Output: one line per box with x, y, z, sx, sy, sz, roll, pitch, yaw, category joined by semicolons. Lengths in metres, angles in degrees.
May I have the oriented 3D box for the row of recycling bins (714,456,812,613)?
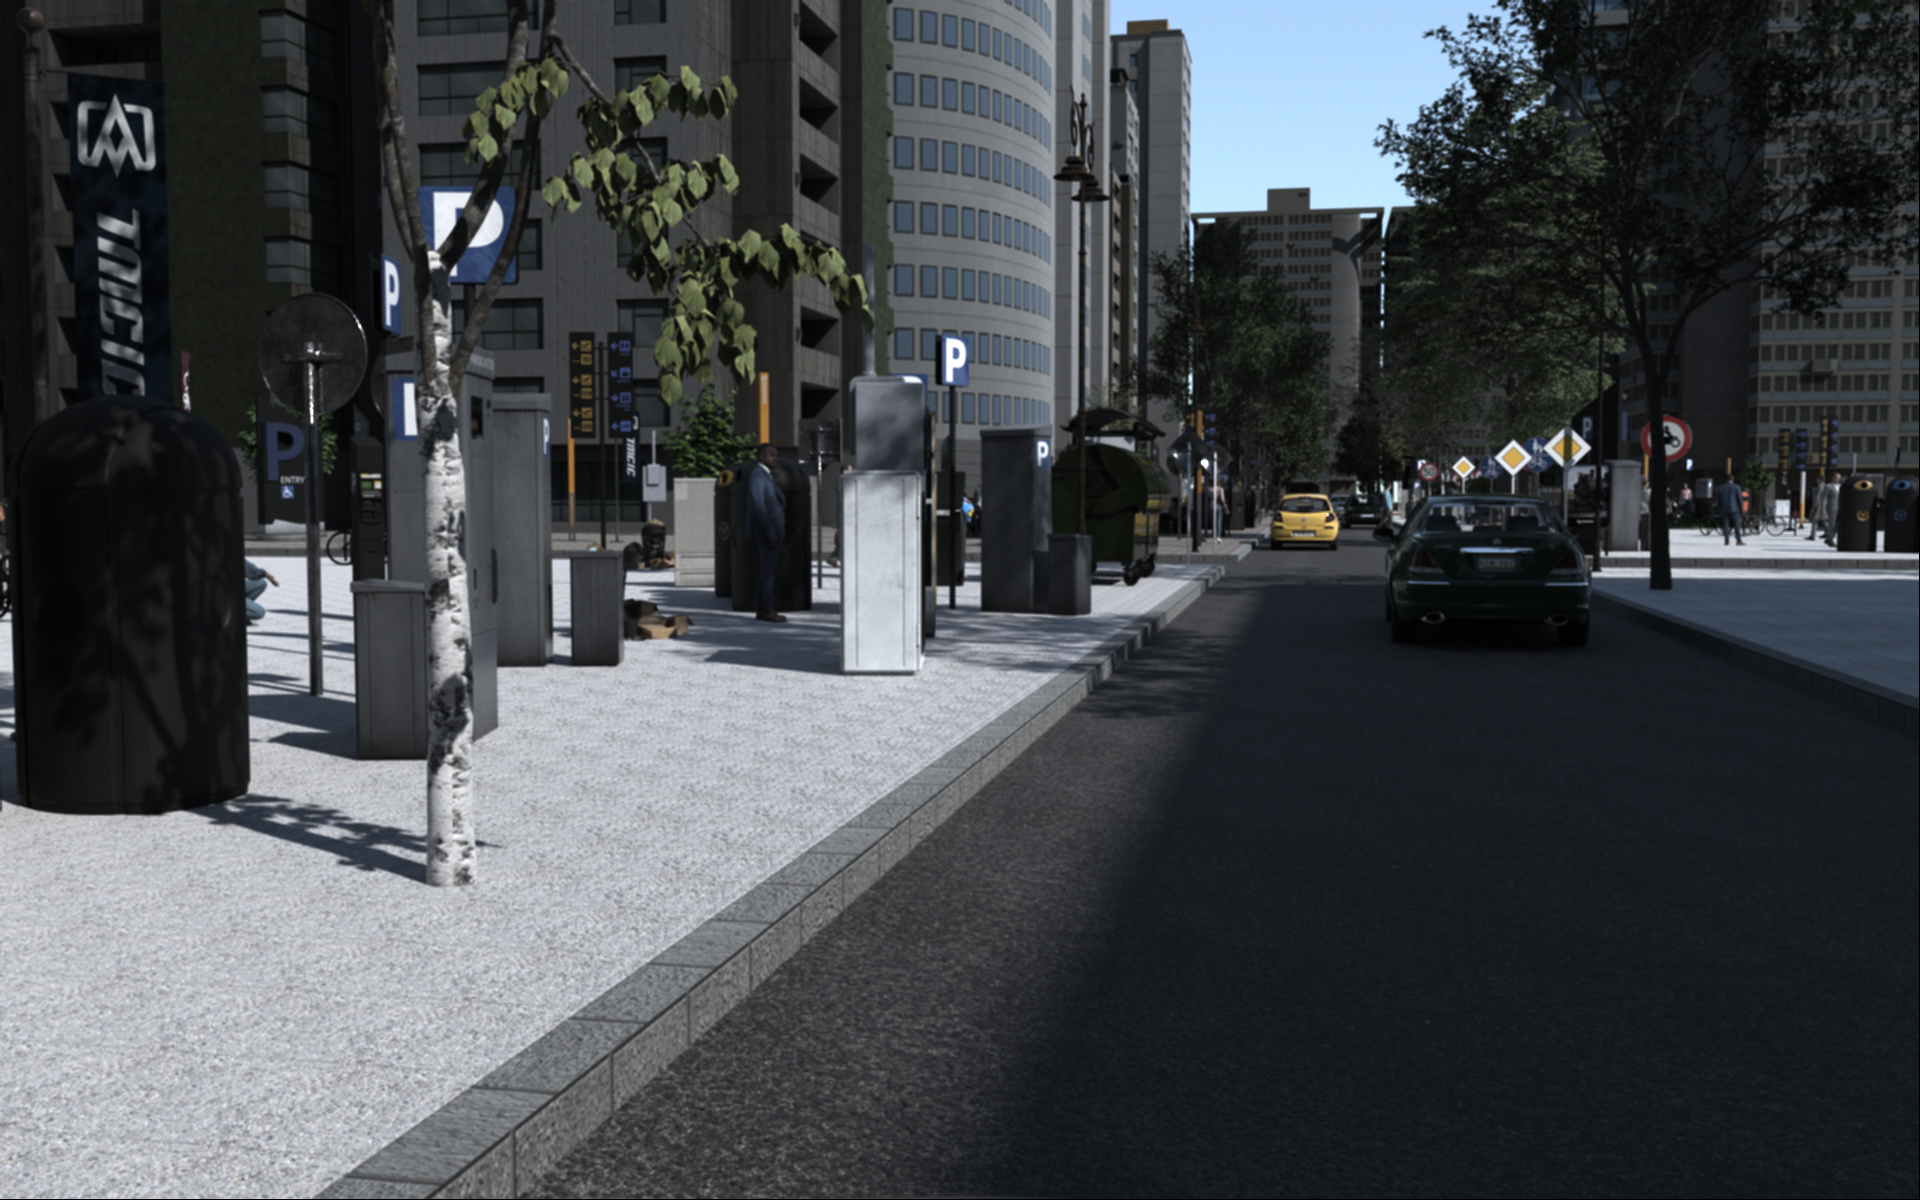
-2.314;-0.814;20.414;1.069;1.692;3.534;-1;4;-12;row of recycling bins

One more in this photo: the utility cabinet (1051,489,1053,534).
2.332;-2.329;46.755;0.318;1.500;1.173;1;4;22;utility cabinet

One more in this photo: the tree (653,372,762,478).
-3.866;-2.015;27.549;1.663;3.219;1.824;0;3;0;tree

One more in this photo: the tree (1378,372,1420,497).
38.693;-14.881;160.311;9.611;12.733;9.660;0;3;0;tree

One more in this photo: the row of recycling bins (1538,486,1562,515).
30.528;-5.076;90.103;1.069;1.692;3.534;2;4;33;row of recycling bins

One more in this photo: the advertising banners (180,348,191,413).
-9.235;-1.478;20.350;0.090;3.025;2.074;-1;4;-12;advertising banners

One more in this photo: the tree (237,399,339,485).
-21.290;-4.363;55.049;4.285;4.588;4.351;0;3;0;tree

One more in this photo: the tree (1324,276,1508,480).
25.700;-11.410;96.929;12.009;13.543;11.850;0;3;0;tree

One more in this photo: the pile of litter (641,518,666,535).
-5.186;-0.985;30.077;1.719;0.858;1.176;-1;4;-17;pile of litter

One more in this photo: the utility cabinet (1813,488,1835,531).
29.830;-3.101;59.387;0.318;1.500;1.173;-2;4;-26;utility cabinet

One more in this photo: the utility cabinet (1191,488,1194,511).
9.605;-3.649;68.348;1.173;1.500;0.318;2;4;29;utility cabinet

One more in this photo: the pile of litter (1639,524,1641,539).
18.978;-2.156;49.215;1.719;0.858;1.176;2;4;33;pile of litter

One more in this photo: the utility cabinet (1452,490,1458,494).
24.795;-4.772;86.693;1.173;1.500;0.318;0;4;4;utility cabinet

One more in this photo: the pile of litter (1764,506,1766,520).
39.983;-4.342;84.949;1.176;0.858;1.719;1;4;9;pile of litter

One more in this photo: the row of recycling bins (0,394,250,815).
-4.466;0.047;6.352;3.534;1.692;1.069;-3;5;-40;row of recycling bins

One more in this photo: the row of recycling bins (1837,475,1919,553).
20.992;-1.869;37.667;3.534;1.692;1.069;3;5;42;row of recycling bins

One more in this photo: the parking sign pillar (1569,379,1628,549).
15.191;-3.224;41.182;1.447;3.967;1.447;-2;4;-34;parking sign pillar

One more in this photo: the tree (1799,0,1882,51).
7.116;-5.120;9.471;9.928;11.665;9.643;0;3;0;tree

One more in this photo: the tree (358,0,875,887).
-1.736;-3.356;5.238;4.737;8.622;4.395;0;3;0;tree

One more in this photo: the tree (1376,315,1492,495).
18.063;-7.021;65.156;4.360;8.622;3.978;0;3;0;tree

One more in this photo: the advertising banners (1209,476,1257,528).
10.281;-4.243;65.562;2.074;3.025;0.090;2;4;34;advertising banners

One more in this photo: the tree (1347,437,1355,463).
34.197;-11.786;143.066;4.737;8.622;4.395;0;3;0;tree

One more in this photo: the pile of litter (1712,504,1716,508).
33.574;-3.904;77.792;1.719;0.858;1.176;-3;5;-40;pile of litter

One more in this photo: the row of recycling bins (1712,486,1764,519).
40.025;-5.036;89.451;3.534;1.692;1.069;-1;4;-21;row of recycling bins

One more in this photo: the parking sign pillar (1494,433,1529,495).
22.152;-4.961;69.582;1.447;3.967;1.447;1;4;12;parking sign pillar

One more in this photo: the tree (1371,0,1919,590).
9.598;-5.438;23.326;8.767;10.594;7.601;1;4;22;tree

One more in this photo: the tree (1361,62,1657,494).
14.802;-7.862;46.679;7.486;12.596;7.792;0;3;0;tree

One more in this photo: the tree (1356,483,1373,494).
39.676;-10.708;169.670;1.663;3.219;1.824;0;3;0;tree

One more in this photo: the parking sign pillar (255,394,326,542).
-18.508;-3.602;47.359;1.447;3.967;1.447;3;5;41;parking sign pillar

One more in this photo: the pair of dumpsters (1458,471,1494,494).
22.252;-4.376;74.049;1.574;2.255;4.437;1;4;12;pair of dumpsters

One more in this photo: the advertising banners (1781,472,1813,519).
43.592;-5.750;90.201;0.090;3.025;2.074;-2;4;-27;advertising banners

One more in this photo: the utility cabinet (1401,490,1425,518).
23.536;-4.977;90.048;1.173;1.500;0.318;0;4;7;utility cabinet

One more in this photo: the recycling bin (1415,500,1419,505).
20.879;-3.992;77.819;0.722;1.027;0.722;0;4;5;recycling bin

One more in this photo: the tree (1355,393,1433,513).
30.563;-10.360;119.752;4.737;8.622;4.395;0;3;0;tree

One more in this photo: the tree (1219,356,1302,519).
15.303;-8.502;89.373;4.360;8.622;3.978;0;3;0;tree

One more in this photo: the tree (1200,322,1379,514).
19.984;-11.911;111.746;9.611;12.733;9.660;0;3;0;tree

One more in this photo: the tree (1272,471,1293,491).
27.709;-10.386;153.526;4.285;4.588;4.351;0;3;0;tree

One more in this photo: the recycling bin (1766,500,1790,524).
35.151;-3.784;74.426;0.722;1.027;0.722;0;4;-6;recycling bin

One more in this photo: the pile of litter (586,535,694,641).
-3.035;-0.121;15.949;1.176;0.858;1.719;0;4;1;pile of litter

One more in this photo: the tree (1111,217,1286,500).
8.833;-7.540;57.693;8.767;10.594;7.601;3;5;42;tree

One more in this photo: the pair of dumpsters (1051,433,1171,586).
2.256;-1.448;26.162;1.574;2.255;4.437;1;4;12;pair of dumpsters

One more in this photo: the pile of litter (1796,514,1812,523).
37.941;-3.854;76.984;1.176;0.858;1.719;0;4;-5;pile of litter

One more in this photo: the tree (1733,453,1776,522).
37.371;-5.291;81.105;1.663;3.219;1.824;0;3;0;tree

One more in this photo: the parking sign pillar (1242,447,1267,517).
16.547;-6.658;97.324;1.447;3.967;1.447;0;4;4;parking sign pillar

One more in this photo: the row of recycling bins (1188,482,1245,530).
9.407;-3.409;62.855;1.069;1.692;3.534;-1;4;-13;row of recycling bins
